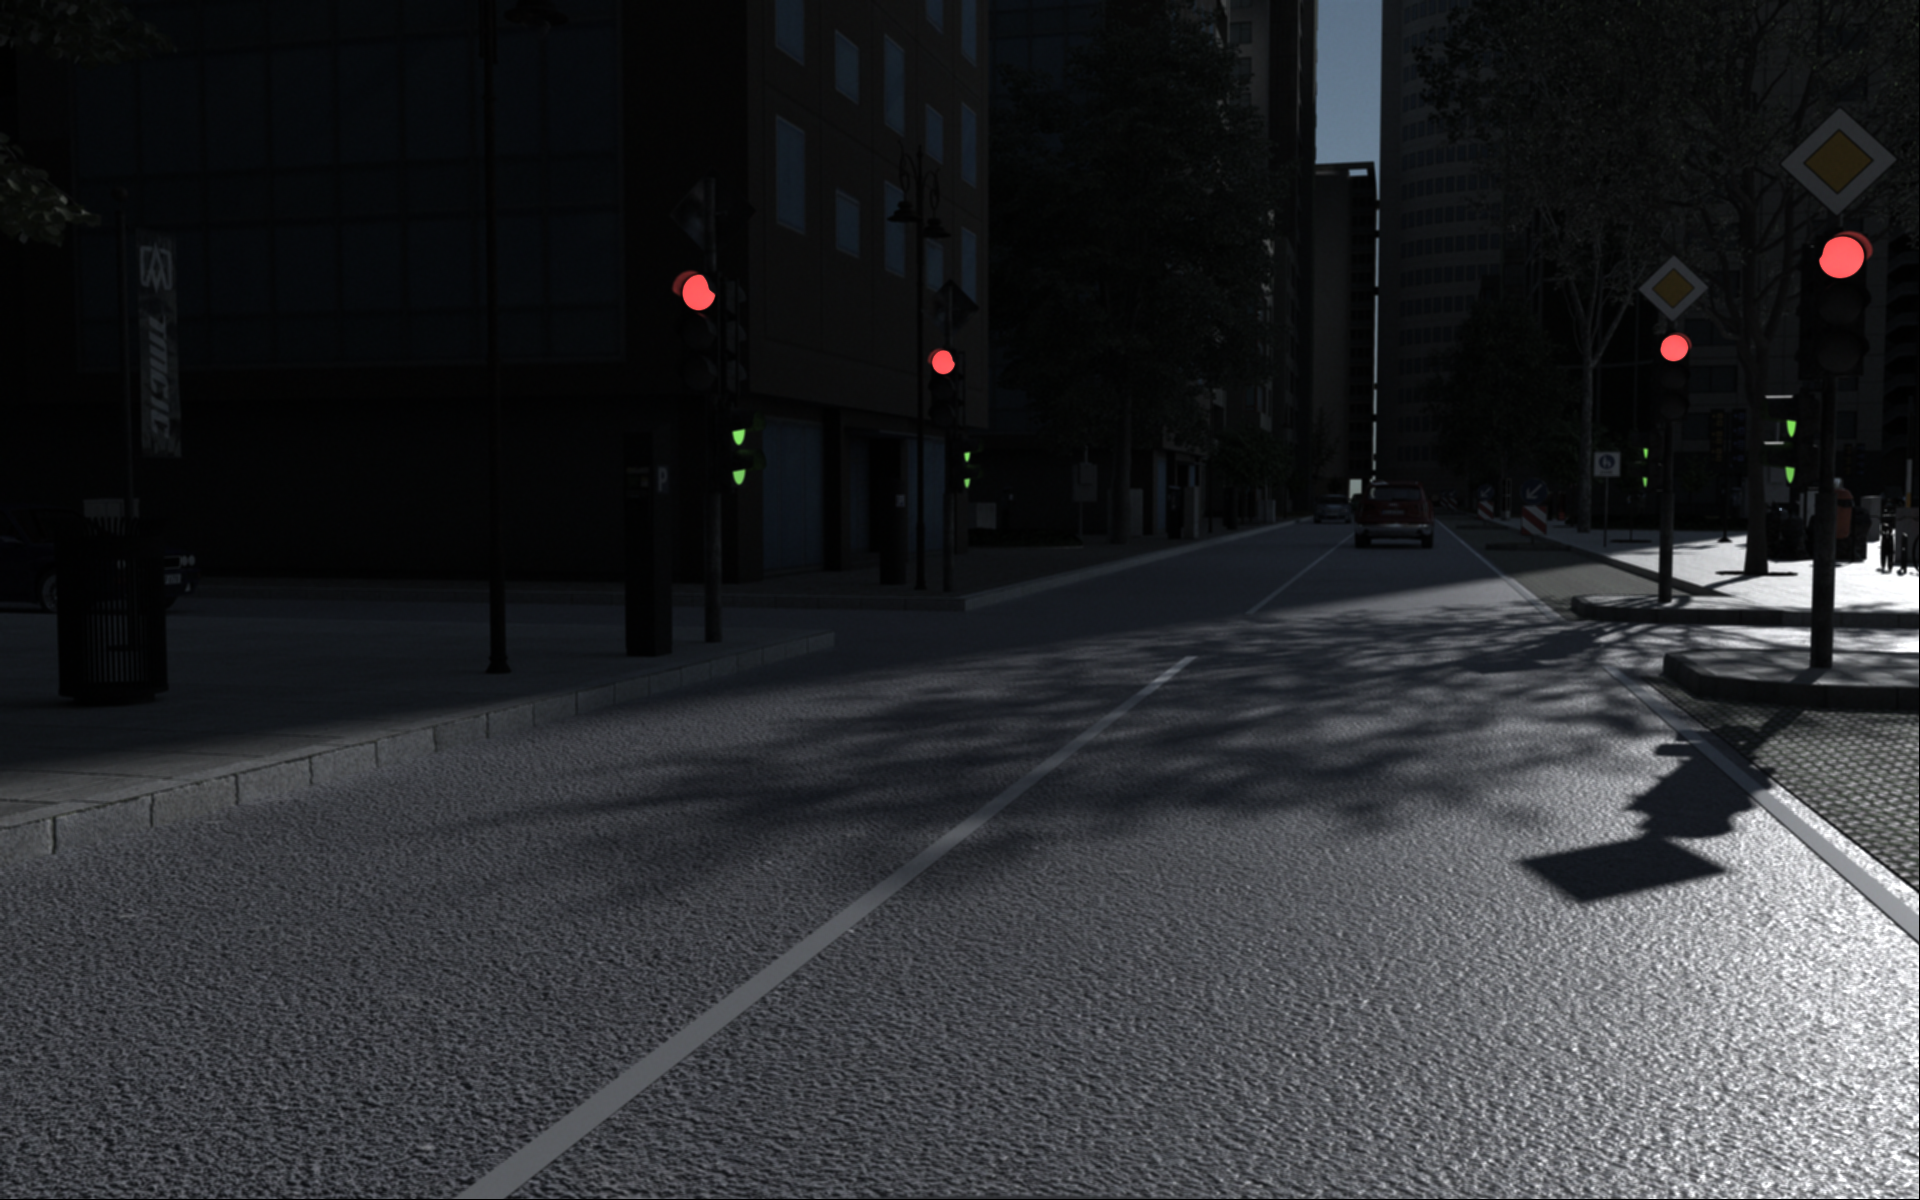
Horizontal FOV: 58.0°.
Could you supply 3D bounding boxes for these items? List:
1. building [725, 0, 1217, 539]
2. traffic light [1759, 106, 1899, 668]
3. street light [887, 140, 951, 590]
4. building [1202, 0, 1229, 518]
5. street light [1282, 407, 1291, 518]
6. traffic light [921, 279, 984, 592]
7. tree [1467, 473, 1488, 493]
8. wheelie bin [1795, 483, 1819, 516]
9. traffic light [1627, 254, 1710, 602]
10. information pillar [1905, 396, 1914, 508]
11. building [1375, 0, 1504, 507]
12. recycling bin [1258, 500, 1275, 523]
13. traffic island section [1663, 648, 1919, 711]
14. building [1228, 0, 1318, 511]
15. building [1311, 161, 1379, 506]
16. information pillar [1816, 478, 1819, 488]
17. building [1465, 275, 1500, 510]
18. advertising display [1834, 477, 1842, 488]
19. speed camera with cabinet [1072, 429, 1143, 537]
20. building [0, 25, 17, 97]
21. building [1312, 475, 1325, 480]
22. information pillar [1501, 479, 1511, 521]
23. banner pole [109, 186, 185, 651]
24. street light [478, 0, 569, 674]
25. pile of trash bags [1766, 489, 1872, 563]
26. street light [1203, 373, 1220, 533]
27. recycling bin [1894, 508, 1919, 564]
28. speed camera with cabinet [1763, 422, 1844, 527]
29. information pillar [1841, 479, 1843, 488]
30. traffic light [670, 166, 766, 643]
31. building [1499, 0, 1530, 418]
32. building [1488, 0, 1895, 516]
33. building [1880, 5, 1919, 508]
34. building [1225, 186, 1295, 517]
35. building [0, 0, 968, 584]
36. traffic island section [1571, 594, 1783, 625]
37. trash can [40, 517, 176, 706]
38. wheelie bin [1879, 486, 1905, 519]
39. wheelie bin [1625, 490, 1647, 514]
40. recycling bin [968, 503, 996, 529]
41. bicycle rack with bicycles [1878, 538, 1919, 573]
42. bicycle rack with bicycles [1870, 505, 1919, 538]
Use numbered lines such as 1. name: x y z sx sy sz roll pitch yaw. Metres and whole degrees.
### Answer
1. building: 1.319 -25.108 60.622 14.600 45.320 14.200 1 4 14
2. traffic light: 6.369 -1.456 12.734 0.839 4.253 0.868 1 4 14
3. street light: -0.529 -3.076 23.076 0.468 5.910 1.993 1 4 14
4. building: 1.759 -28.342 87.101 21.300 48.544 21.600 1 4 14
5. street light: 17.317 -7.295 92.066 0.468 5.910 1.993 1 4 14
6. traffic light: -0.132 -2.062 22.627 0.839 4.253 0.868 1 4 14
7. tree: 38.214 -8.156 127.945 1.663 3.219 1.824 0 3 0
8. wheelie bin: 25.176 -2.651 51.245 0.693 1.594 0.980 0 4 -6
9. traffic light: 8.358 -1.930 20.468 0.839 4.253 0.868 1 4 14
10. information pillar: 22.712 -3.064 41.454 0.183 3.616 0.504 2 4 25
11. building: 58.505 -39.148 182.063 28.212 58.520 21.231 1 4 14
12. recycling bin: 13.441 -3.879 75.970 0.722 1.027 0.722 1 4 14
13. traffic island section: 6.405 0.578 12.839 2.009 0.180 2.903 1 4 14
14. building: 19.693 -27.469 132.718 14.154 41.232 14.086 1 4 14
15. building: 34.702 -30.763 194.854 23.993 40.220 32.217 1 4 14
16. information pillar: 38.792 -4.502 78.094 0.304 2.012 0.304 0 4 1
17. building: 58.035 -18.496 147.445 27.650 21.520 28.899 1 4 14
18. advertising display: 33.812 -3.784 67.077 0.974 1.923 0.123 -2 4 -35
19. speed camera with cabinet: 4.384 -3.496 51.503 2.038 3.252 0.660 0 4 -4
20. building: -21.461 -16.074 34.515 14.107 30.474 14.160 1 4 14
21. building: 19.064 -31.001 161.496 28.867 44.769 22.147 1 4 14
22. information pillar: 26.367 -4.839 83.616 0.304 2.012 0.304 -2 4 -29
23. banner pole: -6.766 -1.492 14.412 0.401 3.779 0.863 1 4 17
24. street light: -3.317 -2.415 12.270 0.468 5.910 1.993 1 4 14
25. pile of trash bags: 16.808 -1.476 33.884 1.912 1.369 3.447 1 4 12
26. street light: 8.302 -5.165 57.238 0.468 5.910 1.993 1 4 14
27. recycling bin: 17.980 -1.207 32.287 0.722 1.027 0.722 -1 4 -15
28. speed camera with cabinet: 22.231 -3.145 45.760 2.038 3.252 0.660 1 4 11
29. information pillar: 43.653 -4.995 86.152 0.304 2.012 0.304 -1 4 -21
30. traffic light: -2.121 -1.589 14.893 0.839 4.253 0.868 1 4 14
31. building: 47.072 -27.150 127.505 14.154 41.232 14.086 1 4 14
32. building: 44.851 -40.999 108.588 20.563 71.187 20.611 1 4 14
33. building: 83.275 -30.467 148.251 14.200 45.320 14.600 1 4 14
34. building: 7.080 -16.473 114.377 27.650 21.520 28.899 1 4 14
35. building: -7.835 -23.319 31.385 14.600 45.320 14.200 1 4 14
36. traffic island section: 8.394 0.104 20.573 2.009 0.180 2.903 1 4 14
37. trash can: -5.221 0.061 10.660 0.748 1.137 0.748 0 3 0
38. wheelie bin: 38.655 -3.913 71.891 0.980 1.594 0.693 1 4 9
39. wheelie bin: 29.957 -4.207 76.692 0.980 1.594 0.693 -3 4 -36
40. recycling bin: 0.566 -2.301 50.182 0.722 1.027 0.722 -2 4 -31
41. bicycle rack with bicycles: 16.303 -0.914 28.325 2.852 0.926 2.925 2 4 28
42. bicycle rack with bicycles: 28.994 -2.567 55.359 2.925 0.926 2.852 -3 5 -44
